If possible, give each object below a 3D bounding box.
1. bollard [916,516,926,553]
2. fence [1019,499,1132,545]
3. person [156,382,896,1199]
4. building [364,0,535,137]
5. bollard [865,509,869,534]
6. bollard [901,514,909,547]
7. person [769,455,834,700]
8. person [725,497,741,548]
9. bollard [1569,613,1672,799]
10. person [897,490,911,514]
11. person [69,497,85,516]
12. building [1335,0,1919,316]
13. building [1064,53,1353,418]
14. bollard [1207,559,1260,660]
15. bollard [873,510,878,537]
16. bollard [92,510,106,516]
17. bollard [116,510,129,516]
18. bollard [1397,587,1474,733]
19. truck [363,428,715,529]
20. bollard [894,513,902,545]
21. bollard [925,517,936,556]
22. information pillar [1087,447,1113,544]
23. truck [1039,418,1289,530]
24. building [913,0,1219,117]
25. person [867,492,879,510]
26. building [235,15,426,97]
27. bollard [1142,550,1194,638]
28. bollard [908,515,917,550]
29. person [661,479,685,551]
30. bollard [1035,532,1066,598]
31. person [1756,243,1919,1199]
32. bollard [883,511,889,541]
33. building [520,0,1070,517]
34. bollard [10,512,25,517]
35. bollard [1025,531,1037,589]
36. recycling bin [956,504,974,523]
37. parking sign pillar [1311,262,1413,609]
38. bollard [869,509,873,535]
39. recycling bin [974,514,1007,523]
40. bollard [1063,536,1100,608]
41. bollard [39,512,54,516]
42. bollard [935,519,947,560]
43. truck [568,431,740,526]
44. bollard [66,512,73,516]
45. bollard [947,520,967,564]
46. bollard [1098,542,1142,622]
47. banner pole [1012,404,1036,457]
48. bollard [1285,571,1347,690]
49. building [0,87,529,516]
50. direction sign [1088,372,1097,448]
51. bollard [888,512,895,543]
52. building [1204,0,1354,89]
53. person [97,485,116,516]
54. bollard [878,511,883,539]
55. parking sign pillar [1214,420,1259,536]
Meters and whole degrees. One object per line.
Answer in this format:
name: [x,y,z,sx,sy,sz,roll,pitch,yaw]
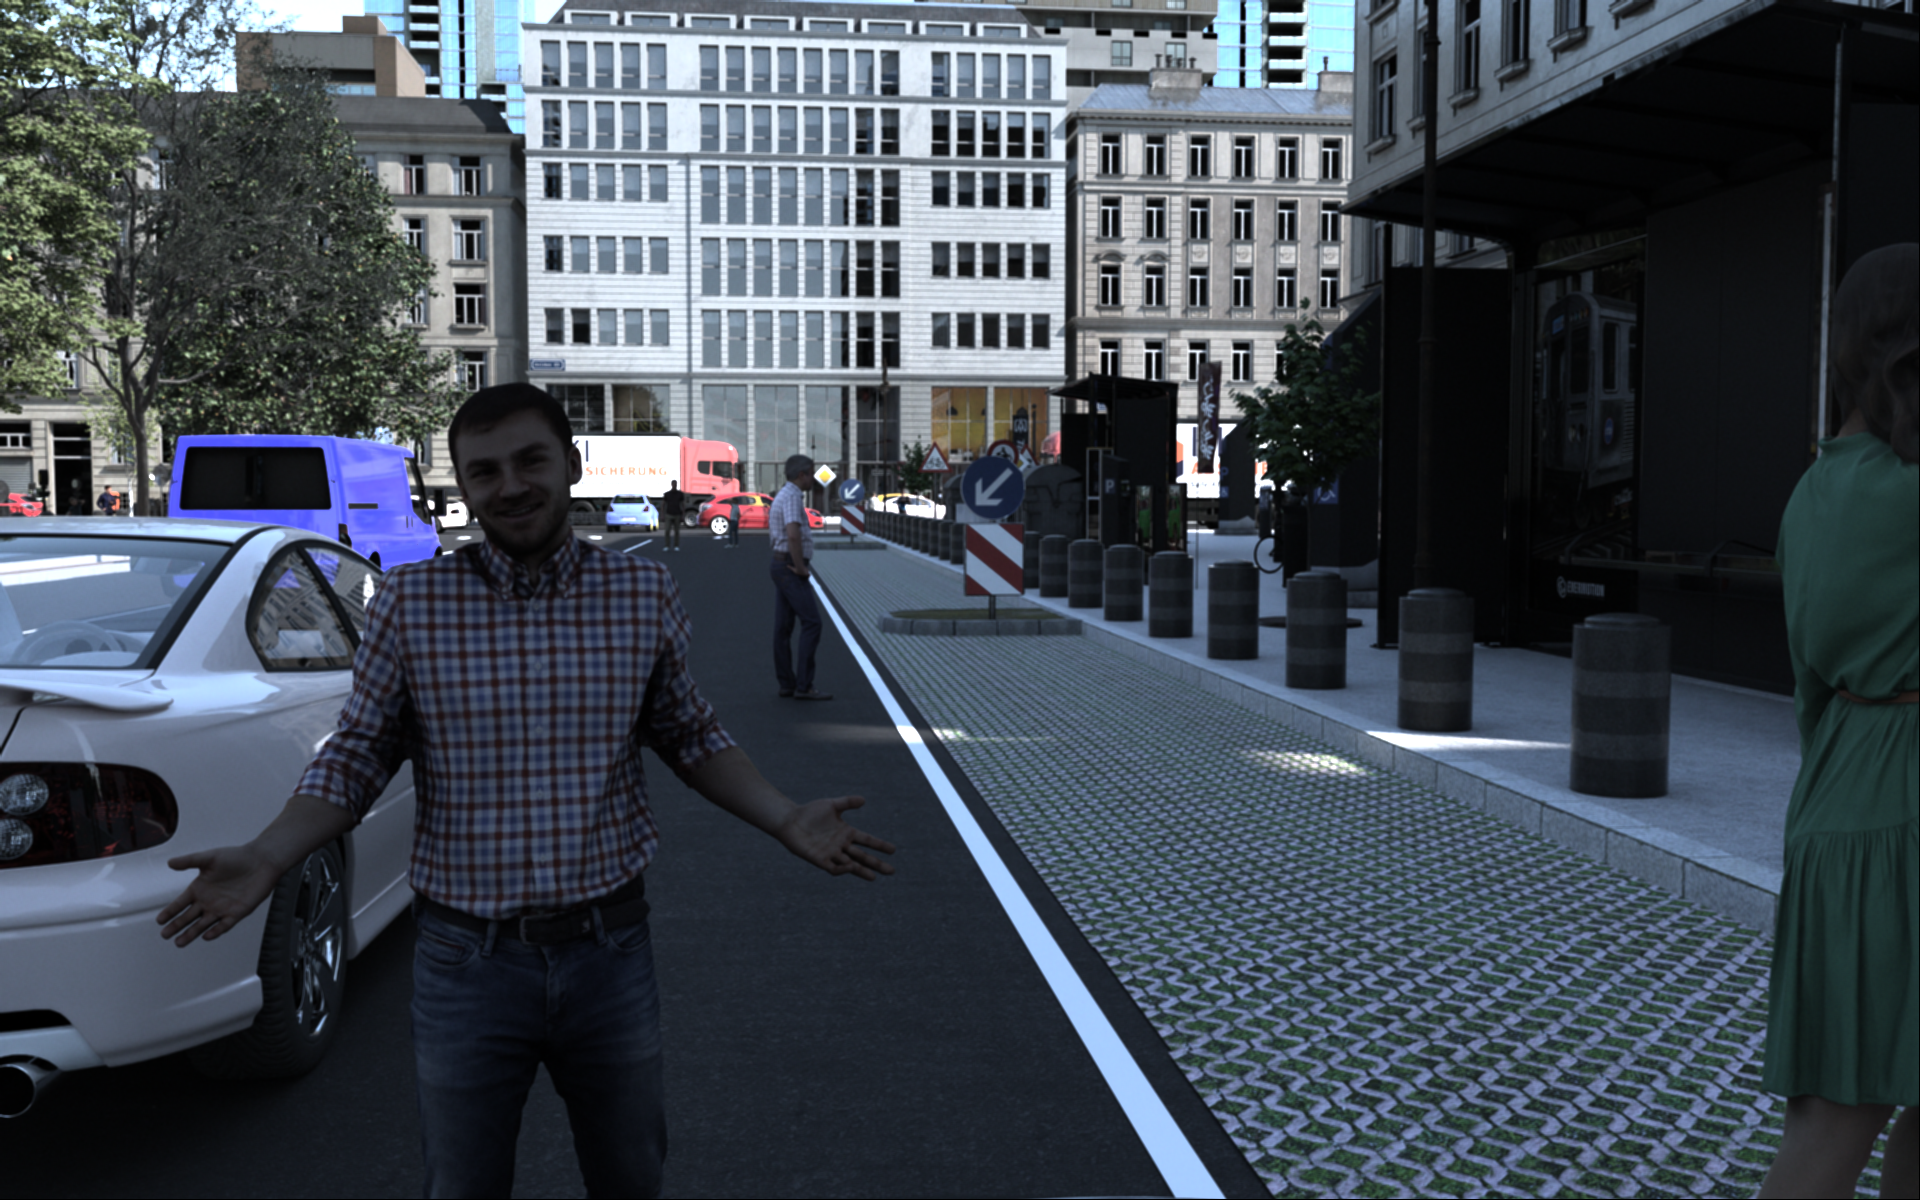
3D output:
bollard: [-0.680,-1.410,37.767,0.404,0.777,0.398,0,3,0]
fence: [2.014,-1.156,30.101,2.264,1.192,0.480,-1,4,-19]
person: [-0.605,0.491,2.438,0.963,1.587,0.435,-2,4,-27]
building: [-74.642,-57.777,257.329,31.000,86.520,22.319,0,4,-7]
bollard: [-2.792,-2.520,55.923,0.404,0.777,0.398,0,3,0]
bollard: [-1.147,-1.657,41.811,0.404,0.777,0.398,0,3,0]
person: [-1.132,-0.173,12.261,0.436,1.711,0.756,0,4,-8]
person: [-6.098,-2.079,46.406,0.340,1.345,0.435,1,4,12]
bollard: [2.846,0.444,7.465,0.404,0.777,0.398,0,3,0]
person: [-2.336,-3.823,72.873,0.647,1.594,0.662,1,4,15]
person: [-25.035,-2.249,49.176,0.435,1.345,0.340,-3,4,-36]
building: [19.619,-12.303,34.433,16.112,22.955,30.059,0,4,-7]
building: [17.907,-18.747,103.781,25.104,27.353,12.463,0,4,-7]
bollard: [2.138,0.071,13.549,0.404,0.777,0.398,0,3,0]
bollard: [-2.323,-2.273,51.884,0.404,0.777,0.398,0,3,0]
bollard: [-27.213,-2.449,54.753,0.404,0.777,0.398,0,3,0]
bollard: [-27.447,-2.572,56.768,0.404,0.777,0.398,0,3,0]
bollard: [2.605,0.320,9.488,0.404,0.777,0.398,0,3,0]
truck: [-17.573,-4.981,71.204,18.799,4.110,2.967,-1,4,-8]
bollard: [-1.383,-1.780,43.826,0.404,0.777,0.398,0,3,0]
bollard: [-0.443,-1.287,35.754,0.404,0.777,0.398,0,3,0]
information pillar: [2.213,-1.404,27.448,0.304,2.012,0.304,3,5,45]
truck: [7.971,-4.661,65.123,11.283,4.237,2.839,0,4,-7]
building: [9.774,-35.707,173.043,28.713,52.752,27.495,0,4,-7]
person: [-3.559,-3.612,70.156,0.503,1.515,0.523,-2,4,-31]
building: [-59.474,-31.584,166.510,14.600,45.320,14.200,0,4,-7]
bollard: [1.900,-0.053,15.590,0.404,0.777,0.398,0,3,0]
bollard: [-0.915,-1.534,39.794,0.404,0.777,0.398,0,3,0]
person: [-7.235,-2.140,43.624,0.598,1.807,0.434,0,4,3]
bollard: [1.194,-0.424,21.642,0.404,0.777,0.398,0,3,0]
person: [1.366,0.378,2.570,0.529,1.795,0.600,0,4,-6]
bollard: [-1.853,-2.027,47.856,0.404,0.777,0.398,0,3,0]
building: [-9.360,-19.756,100.510,29.804,29.767,11.434,0,4,-7]
bollard: [-26.507,-2.079,48.711,0.404,0.777,0.398,0,3,0]
bollard: [0.956,-0.547,23.655,0.404,0.777,0.398,0,3,0]
recycling bin: [0.377,-2.030,45.749,0.722,1.027,0.722,3,4,37]
parking sign pillar: [4.632,-1.927,19.973,1.447,3.967,1.447,-3,5,-40]
bollard: [-2.550,-2.396,53.898,0.404,0.777,0.398,0,3,0]
recycling bin: [0.772,-1.780,41.655,0.722,1.027,0.722,0,4,2]
bollard: [1.428,-0.300,19.622,0.404,0.777,0.398,0,3,0]
bollard: [-26.747,-2.202,50.727,0.404,0.777,0.398,0,3,0]
bollard: [-0.212,-1.164,33.741,0.404,0.777,0.398,0,3,0]
truck: [-15.067,-5.512,79.037,11.283,4.237,2.839,0,4,-8]
bollard: [-26.980,-2.326,52.740,0.404,0.777,0.398,0,3,0]
bollard: [0.023,-1.040,31.726,0.404,0.777,0.398,0,3,0]
bollard: [1.664,-0.177,17.603,0.404,0.777,0.398,0,3,0]
banner pole: [1.841,-3.558,48.194,0.863,3.779,0.401,1,4,20]
bollard: [2.370,0.196,11.519,0.404,0.777,0.398,0,3,0]
building: [-39.447,-16.333,100.325,30.059,22.955,16.112,0,4,-7]
direction sign: [2.493,-2.479,32.529,0.379,3.537,0.876,1,4,13]
bollard: [-1.617,-1.904,45.843,0.404,0.777,0.398,0,3,0]
building: [32.502,-54.230,199.329,31.000,86.520,22.319,0,4,-7]
person: [-29.169,-3.066,59.330,0.504,1.737,0.576,1,4,17]
bollard: [-2.081,-2.150,49.872,0.404,0.777,0.398,0,3,0]
parking sign pillar: [8.673,-4.015,54.118,1.447,3.967,1.447,-3,5,-42]
